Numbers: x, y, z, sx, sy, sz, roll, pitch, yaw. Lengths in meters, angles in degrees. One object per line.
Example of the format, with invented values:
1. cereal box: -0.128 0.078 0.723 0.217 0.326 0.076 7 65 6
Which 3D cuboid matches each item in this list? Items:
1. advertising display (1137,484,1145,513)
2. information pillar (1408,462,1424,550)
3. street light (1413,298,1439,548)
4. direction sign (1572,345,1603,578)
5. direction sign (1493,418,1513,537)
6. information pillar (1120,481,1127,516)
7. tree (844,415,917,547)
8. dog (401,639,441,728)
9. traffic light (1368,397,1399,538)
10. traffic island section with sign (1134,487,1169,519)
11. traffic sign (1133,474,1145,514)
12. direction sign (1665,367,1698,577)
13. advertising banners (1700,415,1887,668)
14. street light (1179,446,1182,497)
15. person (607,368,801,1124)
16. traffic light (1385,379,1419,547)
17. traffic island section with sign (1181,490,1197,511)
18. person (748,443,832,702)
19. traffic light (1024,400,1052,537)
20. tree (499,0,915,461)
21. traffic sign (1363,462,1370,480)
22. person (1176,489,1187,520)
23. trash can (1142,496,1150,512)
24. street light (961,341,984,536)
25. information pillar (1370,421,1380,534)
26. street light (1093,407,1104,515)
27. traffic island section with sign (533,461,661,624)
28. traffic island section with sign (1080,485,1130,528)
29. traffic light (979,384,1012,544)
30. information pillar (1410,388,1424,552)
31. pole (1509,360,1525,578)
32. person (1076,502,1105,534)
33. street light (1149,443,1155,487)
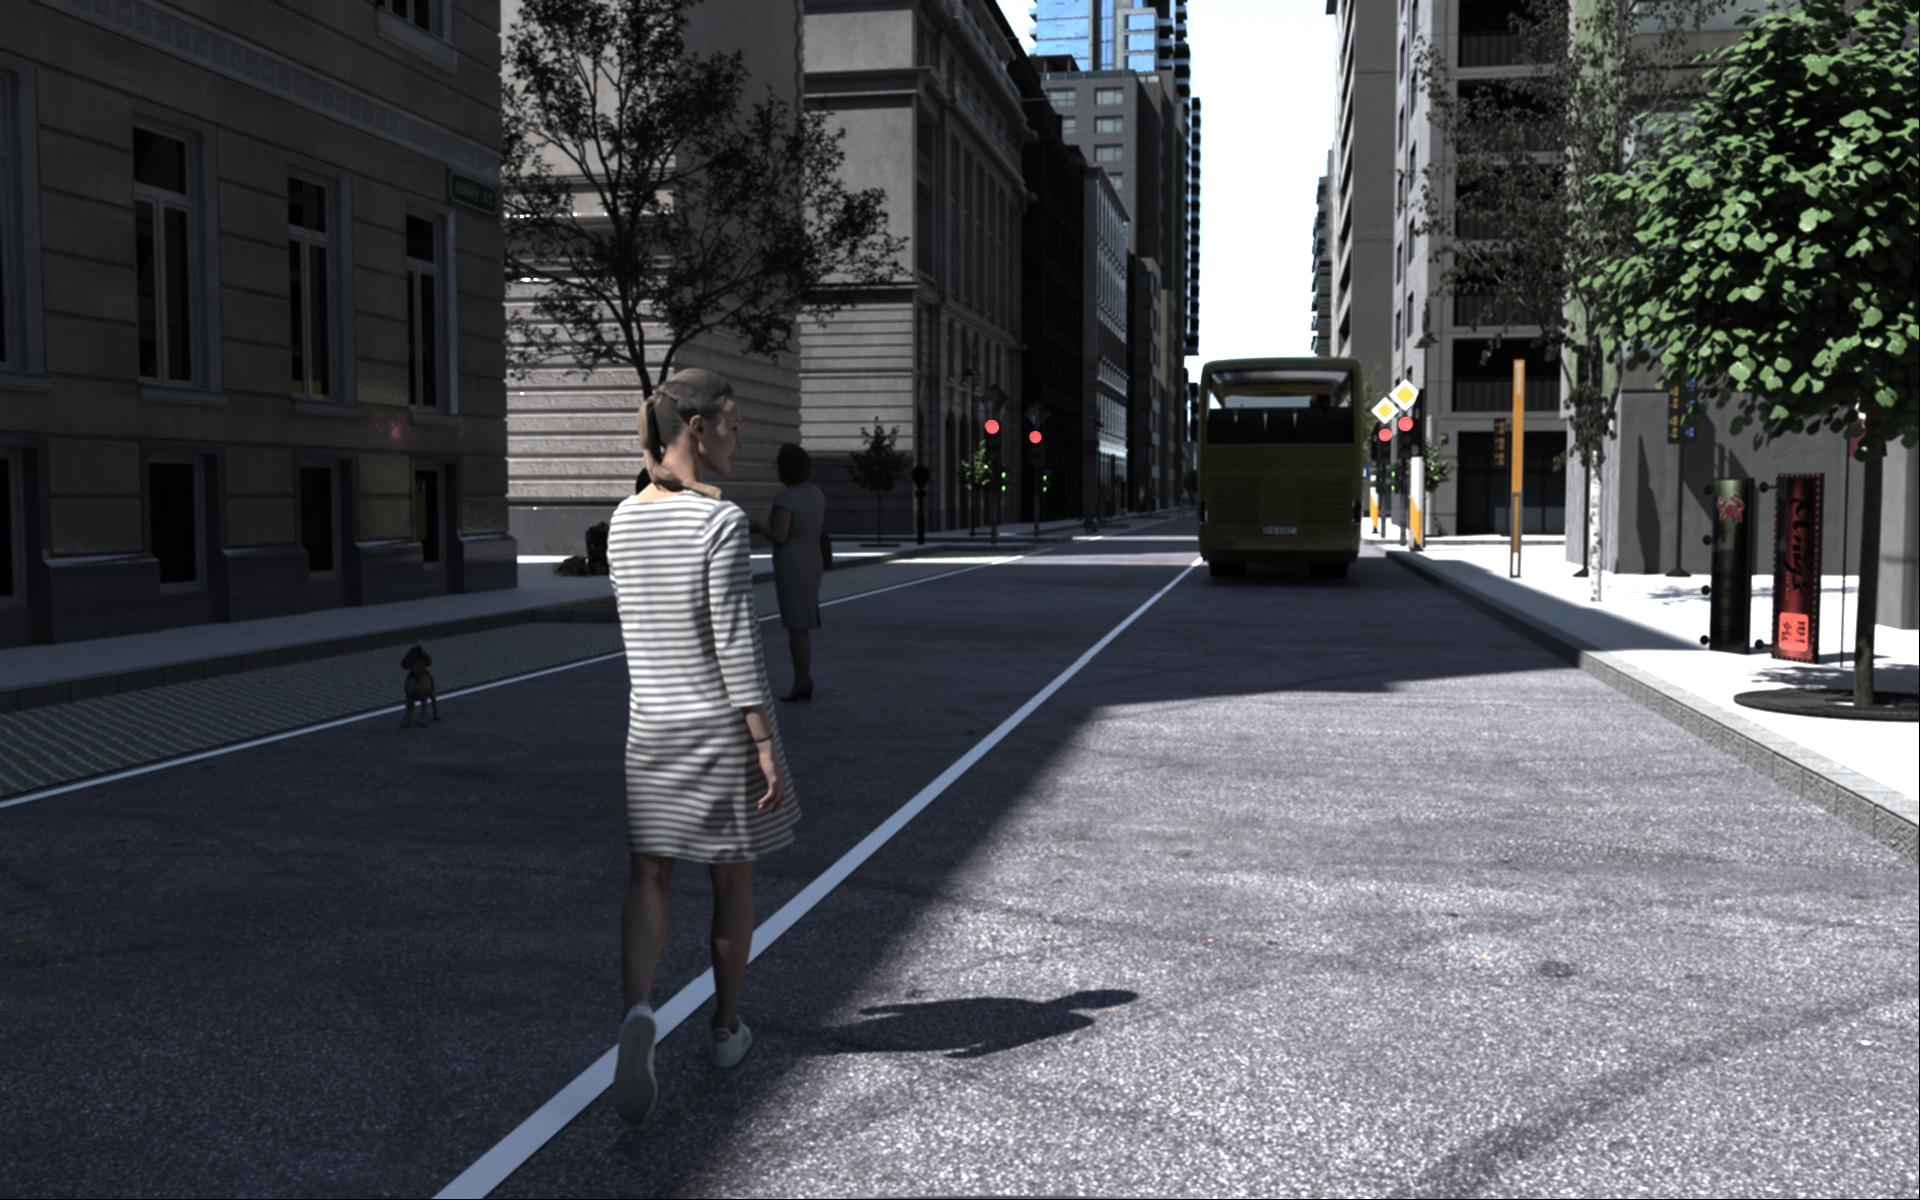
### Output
1. advertising display: 12.018 -6.728 115.218 0.123 1.923 0.974 2 4 32
2. information pillar: 10.464 -2.157 39.754 0.304 2.012 0.304 0 4 5
3. street light: 11.026 -4.178 41.102 0.468 5.910 1.993 1 4 10
4. direction sign: 9.662 -2.120 26.656 0.379 3.537 0.876 3 5 43
5. direction sign: 16.384 -3.658 51.802 0.876 3.537 0.379 0 4 0
6. information pillar: 9.555 -5.908 101.079 0.304 2.012 0.304 2 4 24
7. tree: -2.023 -2.929 42.497 1.663 3.219 1.824 0 3 0
8. dog: -3.368 0.519 10.805 0.540 0.507 0.406 3 4 37
9. traffic light: 12.267 -3.746 50.165 0.839 4.253 0.868 1 4 10
10. traffic island section with sign: 11.127 -5.619 100.500 1.989 1.847 2.006 1 4 10
11. traffic sign: 11.605 -6.869 112.408 0.768 2.556 0.104 1 4 16
12. direction sign: 11.131 -2.125 26.735 0.379 3.537 0.876 0 4 -3
13. advertising banners: 6.385 -1.041 13.201 0.090 3.025 2.074 -1 4 -13
14. street light: 21.150 -11.830 166.205 0.468 5.910 1.993 1 4 10
15. person: -0.635 0.312 4.156 0.466 1.731 0.760 0 4 2
16. traffic light: 10.831 -3.265 42.310 0.839 4.253 0.868 1 4 10
17. traffic island section with sign: 20.082 -8.614 149.458 1.989 1.847 2.006 1 4 10
18. person: -1.169 -0.196 12.060 0.532 1.782 0.716 2 4 27
19. traffic light: 2.317 -3.856 51.961 0.839 4.253 0.868 1 4 10
20. tree: -4.974 -5.767 28.703 8.767 10.594 7.601 -1 4 -12
21. traffic sign: 15.433 -4.082 66.838 0.768 2.556 0.104 1 4 13
22. person: 12.281 -5.265 95.594 0.522 1.701 0.512 3 5 44
23. trash can: 13.166 -6.782 122.543 0.748 1.137 0.748 0 3 0
24. street light: 0.383 -4.879 52.562 0.468 5.910 1.993 1 4 10
25. information pillar: 13.382 -3.944 55.847 0.183 3.616 0.504 -1 4 -10
26. street light: 7.233 -7.191 90.363 0.468 5.910 1.993 1 4 10
27. traffic island section with sign: -3.590 -0.692 19.947 1.989 1.847 2.006 1 4 10
28. traffic island section with sign: 6.182 -3.962 73.407 1.989 1.847 2.006 1 4 10
29. traffic light: 0.881 -3.375 44.106 0.839 4.253 0.868 1 4 10
30. information pillar: 10.187 -2.890 38.612 0.183 3.616 0.504 0 4 -5
31. pole: 8.495 -1.991 26.393 0.158 3.312 0.155 0 3 0
32. person: 4.596 -2.933 61.955 1.012 1.151 0.738 2 4 24
33. street light: 14.191 -9.518 128.401 0.468 5.910 1.993 1 4 10
